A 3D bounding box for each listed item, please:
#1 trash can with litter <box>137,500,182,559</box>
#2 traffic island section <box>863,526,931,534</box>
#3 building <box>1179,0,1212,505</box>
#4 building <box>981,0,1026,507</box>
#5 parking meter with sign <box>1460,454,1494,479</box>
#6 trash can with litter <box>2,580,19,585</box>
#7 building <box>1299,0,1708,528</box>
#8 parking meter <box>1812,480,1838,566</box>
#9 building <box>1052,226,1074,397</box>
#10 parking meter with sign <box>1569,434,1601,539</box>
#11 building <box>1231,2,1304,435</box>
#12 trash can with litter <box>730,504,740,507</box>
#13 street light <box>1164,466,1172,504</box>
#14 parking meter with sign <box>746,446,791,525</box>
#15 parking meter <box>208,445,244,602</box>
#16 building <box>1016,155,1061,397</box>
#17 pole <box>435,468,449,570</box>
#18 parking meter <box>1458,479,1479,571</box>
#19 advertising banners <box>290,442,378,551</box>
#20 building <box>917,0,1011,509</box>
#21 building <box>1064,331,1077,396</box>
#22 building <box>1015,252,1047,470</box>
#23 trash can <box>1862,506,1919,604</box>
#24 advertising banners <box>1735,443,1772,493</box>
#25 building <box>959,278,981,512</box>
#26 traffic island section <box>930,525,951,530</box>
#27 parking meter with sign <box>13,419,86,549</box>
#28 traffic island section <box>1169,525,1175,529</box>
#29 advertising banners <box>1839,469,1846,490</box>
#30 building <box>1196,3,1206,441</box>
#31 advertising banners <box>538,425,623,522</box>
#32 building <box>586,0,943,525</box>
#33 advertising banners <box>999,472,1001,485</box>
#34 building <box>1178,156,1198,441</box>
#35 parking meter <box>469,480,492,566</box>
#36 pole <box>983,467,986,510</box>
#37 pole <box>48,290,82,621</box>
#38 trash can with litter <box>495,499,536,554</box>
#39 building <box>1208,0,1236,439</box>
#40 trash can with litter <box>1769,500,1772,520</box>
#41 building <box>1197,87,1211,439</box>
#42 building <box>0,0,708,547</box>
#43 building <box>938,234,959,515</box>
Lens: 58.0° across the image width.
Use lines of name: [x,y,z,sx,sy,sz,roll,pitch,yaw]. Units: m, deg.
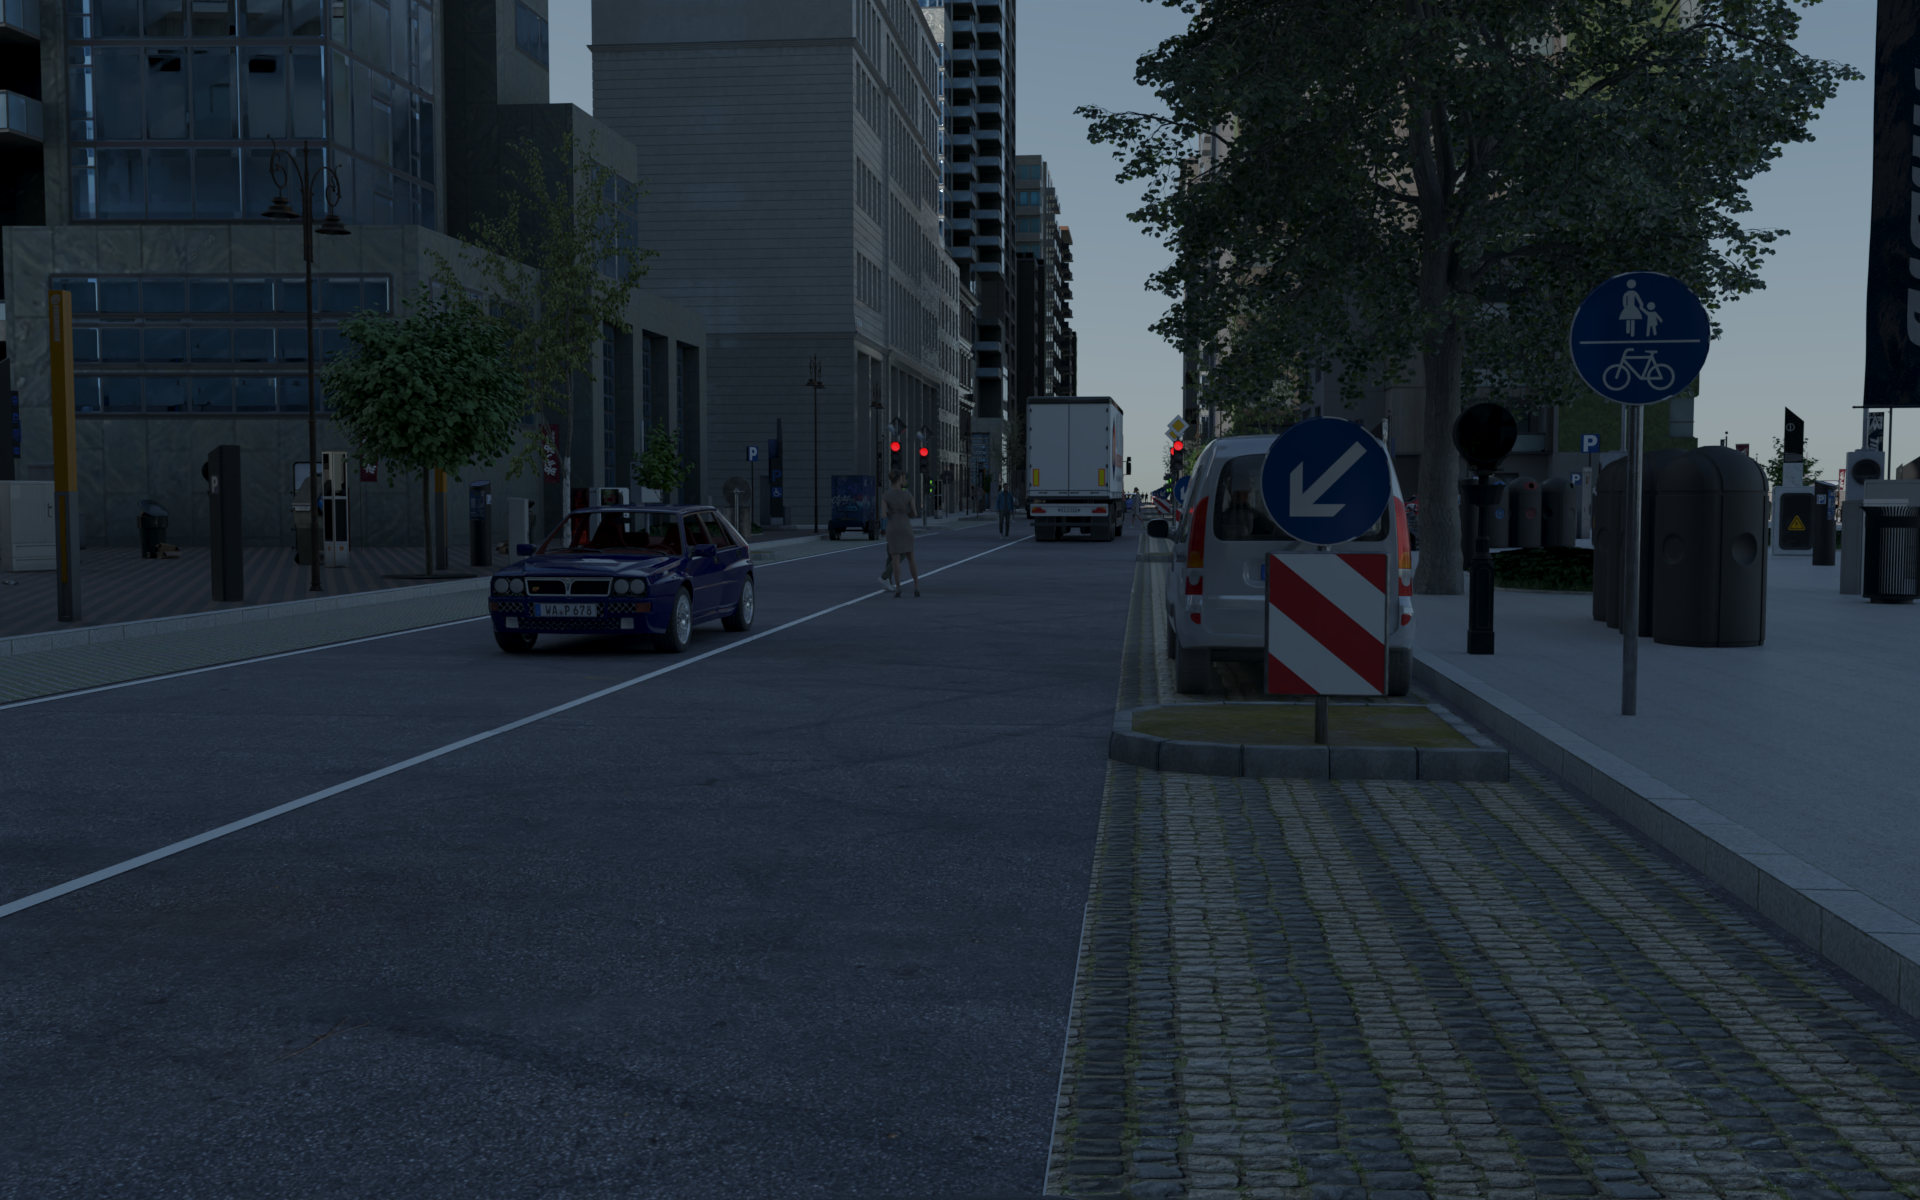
trash can with litter: [-15.917,-1.416,34.543,1.055,1.170,0.624,2,4,34]
traffic island section: [-2.304,-2.457,62.460,2.009,0.180,2.903,0,4,6]
building: [36.907,-54.269,199.964,22.319,86.520,31.000,0,4,6]
building: [-2.319,-45.757,186.382,20.563,71.187,20.611,0,4,6]
parking meter with sign: [17.210,-3.714,56.984,1.738,3.016,0.543,-3,4,-37]
trash can with litter: [-13.776,-0.776,23.748,1.678,1.210,2.233,1,4,19]
building: [21.974,-23.781,72.421,14.086,41.232,14.154,0,4,6]
parking meter: [15.528,-1.387,31.094,0.372,1.533,0.369,0,3,0]
building: [6.585,-37.955,275.184,22.147,44.769,28.867,0,4,6]
parking meter with sign: [17.753,-3.266,49.661,0.543,3.016,1.738,3,5,40]
building: [22.707,-20.063,99.732,14.160,30.474,14.107,0,4,6]
trash can with litter: [-7.850,-2.878,58.115,1.678,1.210,2.233,2,4,27]
street light: [32.036,-18.013,267.298,0.468,5.910,1.993,0,4,6]
parking meter with sign: [-6.886,-4.065,62.719,1.738,3.016,0.543,2,4,34]
parking meter: [-8.819,-0.923,20.804,0.399,1.863,0.255,3,5,44]
building: [2.749,-38.292,245.689,23.786,49.044,30.456,0,4,6]
pole: [-8.773,-2.166,29.254,0.158,3.312,0.155,0,3,0]
parking meter: [8.501,-1.254,28.922,0.372,1.533,0.369,0,3,0]
advertising banners: [-13.913,-2.599,38.683,2.074,3.025,0.090,0,4,1]
building: [-5.946,-51.849,160.397,22.319,86.520,31.000,0,4,6]
building: [12.750,-32.104,296.593,14.160,30.474,14.107,0,4,6]
building: [2.854,-26.507,205.091,14.160,30.474,14.107,0,4,6]
trash can: [10.959,-0.531,20.341,0.748,1.137,0.748,0,3,0]
advertising banners: [27.454,-3.858,59.270,0.090,3.025,2.074,-2,4,-34]
building: [-4.645,-16.072,127.410,10.561,19.102,19.286,0,4,6]
traffic island section: [-1.449,-2.943,70.399,2.009,0.180,2.903,0,4,6]
parking meter with sign: [-21.185,-2.685,40.158,1.738,3.016,0.543,0,4,7]
traffic island section: [8.584,-2.877,69.318,2.009,0.180,2.903,0,4,6]
advertising banners: [60.674,-7.606,120.549,0.090,3.025,2.074,-2,4,-27]
building: [41.050,-48.924,238.164,20.563,71.187,20.611,0,4,6]
advertising banners: [-9.478,-2.880,43.269,2.074,3.025,0.090,0,4,0]
building: [-8.133,-18.861,85.865,11.434,29.767,29.804,0,4,6]
advertising banners: [2.987,-8.679,138.082,0.090,3.025,2.074,-1,4,-13]
building: [47.588,-41.174,262.431,28.713,52.752,27.495,0,4,6]
parking meter: [-8.531,-1.371,30.819,0.372,1.533,0.369,0,3,0]
pole: [1.854,-8.488,132.619,0.158,3.312,0.155,0,3,0]
pole: [-9.022,-1.444,17.457,0.158,3.312,0.155,0,3,0]
trash can with litter: [-9.547,-1.568,37.024,1.055,1.170,0.624,3,4,38]
building: [29.068,-35.808,127.467,21.231,58.520,28.212,0,4,6]
trash can with litter: [39.938,-4.518,85.249,1.055,1.170,0.624,2,4,25]
building: [34.908,-33.692,170.475,23.786,49.044,30.456,0,4,6]
building: [-25.774,-45.152,50.908,31.000,86.520,22.319,0,4,6]
building: [-6.112,-15.572,109.359,10.420,20.320,16.860,0,4,6]
